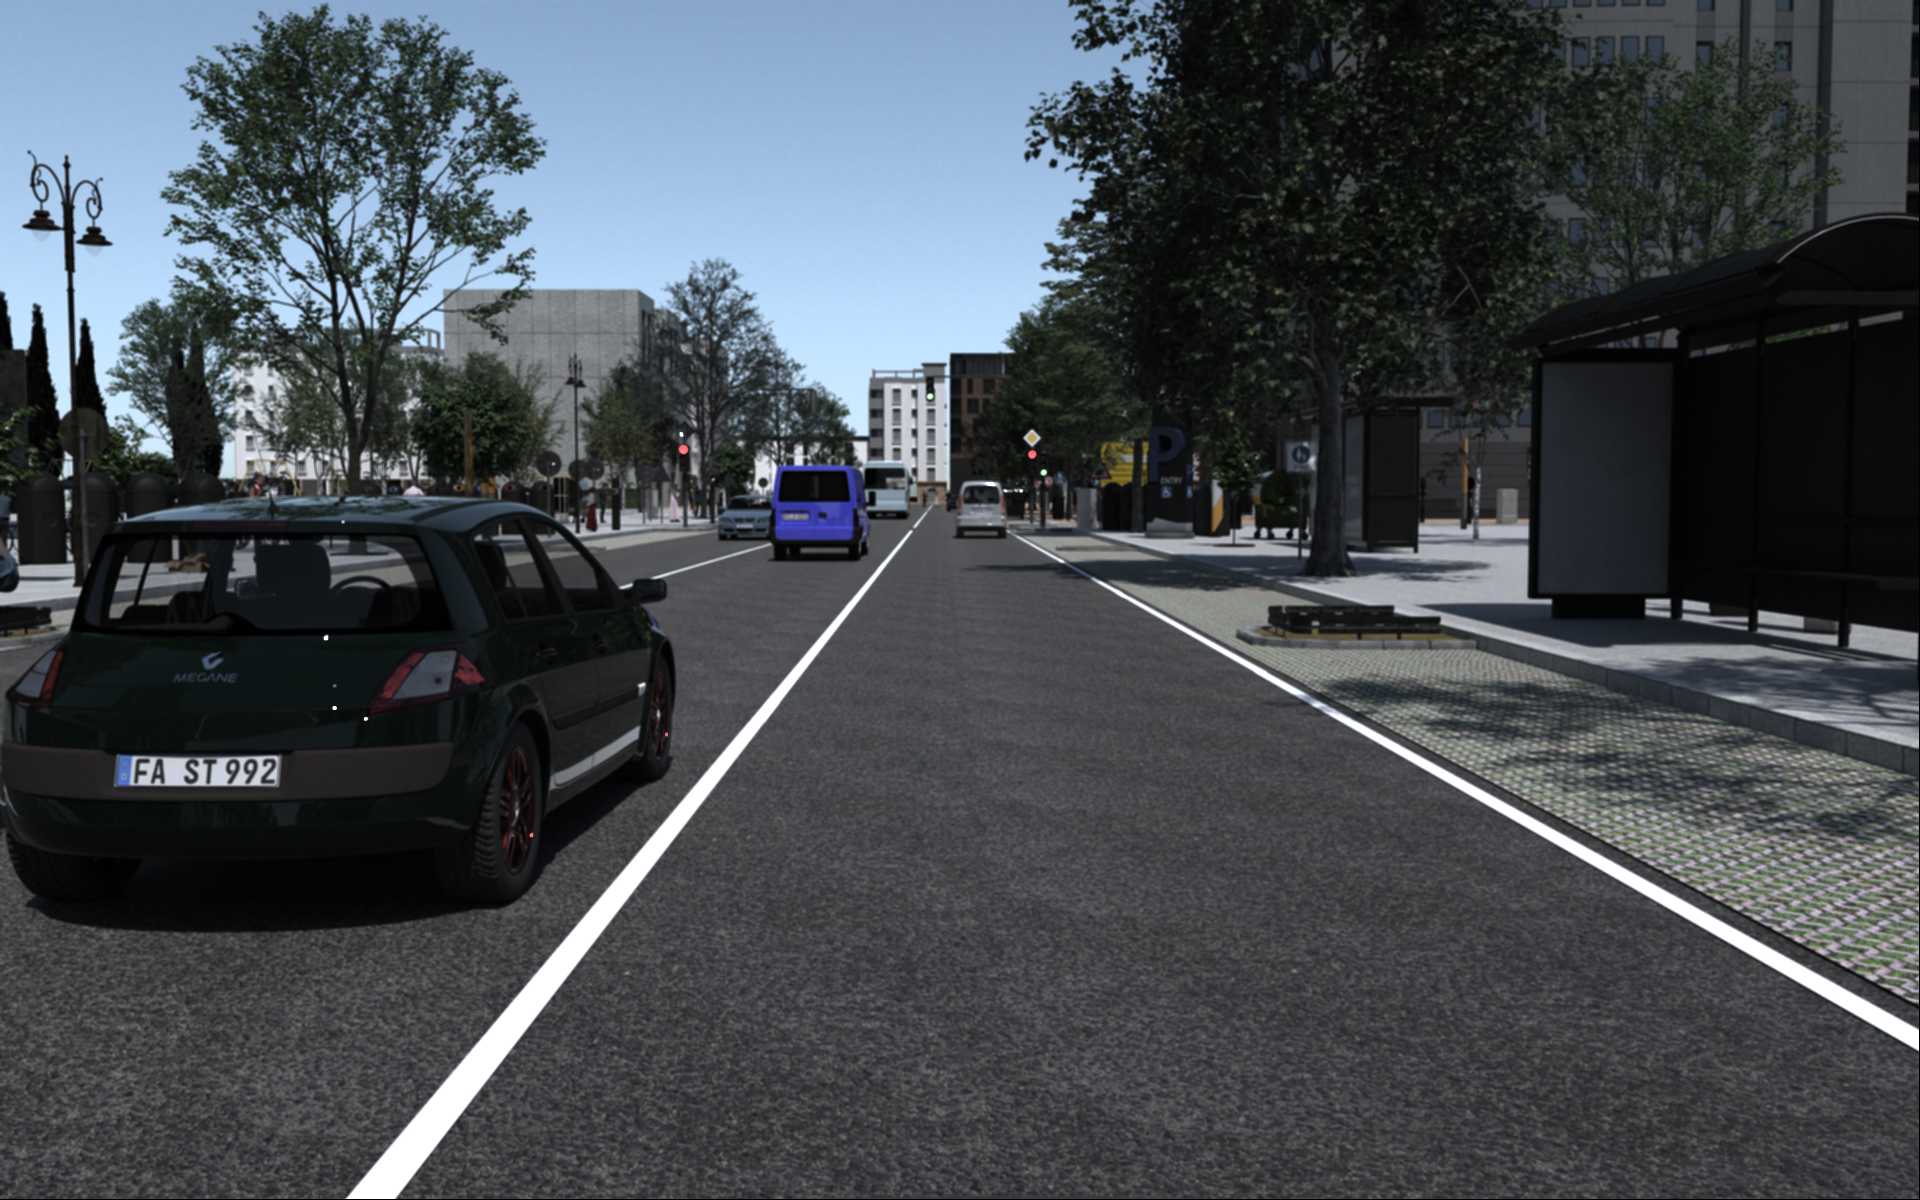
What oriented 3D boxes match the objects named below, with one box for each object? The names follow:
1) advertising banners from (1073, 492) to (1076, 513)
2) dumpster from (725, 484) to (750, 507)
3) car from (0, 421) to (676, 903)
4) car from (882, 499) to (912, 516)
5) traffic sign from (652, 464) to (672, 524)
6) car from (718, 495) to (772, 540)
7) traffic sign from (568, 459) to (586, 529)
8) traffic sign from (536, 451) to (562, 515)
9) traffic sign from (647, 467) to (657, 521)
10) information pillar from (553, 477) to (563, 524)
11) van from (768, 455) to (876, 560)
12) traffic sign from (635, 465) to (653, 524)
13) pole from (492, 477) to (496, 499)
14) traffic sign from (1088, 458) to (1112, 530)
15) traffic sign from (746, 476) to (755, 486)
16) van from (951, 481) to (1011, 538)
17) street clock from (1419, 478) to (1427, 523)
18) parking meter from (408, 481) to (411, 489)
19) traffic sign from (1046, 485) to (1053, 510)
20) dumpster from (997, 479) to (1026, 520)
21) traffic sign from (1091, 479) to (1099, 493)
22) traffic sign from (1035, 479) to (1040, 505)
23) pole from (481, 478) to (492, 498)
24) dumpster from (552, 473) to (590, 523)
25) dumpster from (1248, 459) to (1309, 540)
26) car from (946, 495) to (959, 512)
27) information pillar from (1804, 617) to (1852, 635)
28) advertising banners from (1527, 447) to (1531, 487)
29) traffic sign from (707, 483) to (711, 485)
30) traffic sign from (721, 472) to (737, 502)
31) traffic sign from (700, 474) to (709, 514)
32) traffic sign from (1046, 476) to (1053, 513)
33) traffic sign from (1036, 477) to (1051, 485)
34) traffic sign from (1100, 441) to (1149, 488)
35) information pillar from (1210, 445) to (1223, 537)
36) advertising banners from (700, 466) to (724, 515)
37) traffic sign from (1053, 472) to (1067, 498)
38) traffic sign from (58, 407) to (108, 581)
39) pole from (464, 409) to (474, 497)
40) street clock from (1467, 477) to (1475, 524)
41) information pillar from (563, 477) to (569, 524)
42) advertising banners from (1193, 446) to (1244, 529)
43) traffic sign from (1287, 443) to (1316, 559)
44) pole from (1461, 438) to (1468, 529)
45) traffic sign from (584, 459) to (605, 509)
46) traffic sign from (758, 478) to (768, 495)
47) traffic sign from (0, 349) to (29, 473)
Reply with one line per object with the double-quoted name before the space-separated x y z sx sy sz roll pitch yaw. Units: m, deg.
"advertising banners" 7.666 -7.305 115.618 0.090 3.025 2.074 -1 4 -20
"dumpster" -14.220 -6.596 110.332 1.502 2.255 1.985 0 4 0
"car" -2.366 0.141 7.479 2.009 1.686 4.222 0 4 1
"car" -4.275 -6.513 115.531 2.155 1.783 4.494 0 3 0
"traffic sign" -12.986 -4.609 75.368 0.884 2.594 0.081 0 4 8
"car" -6.632 -2.644 55.239 2.014 1.417 4.499 0 4 -1
"traffic sign" -14.050 -3.894 63.767 0.768 2.556 0.104 0 4 4
"traffic sign" -12.113 -3.113 51.009 0.768 2.556 0.104 0 4 2
"traffic sign" -14.549 -4.967 81.316 0.768 2.556 0.104 0 4 0
"information pillar" -17.271 -4.262 74.174 0.304 2.012 0.304 -1 4 -11
"van" -3.089 -2.121 39.062 2.240 2.365 5.245 0 4 0
"traffic sign" -13.636 -4.561 74.672 0.768 2.556 0.104 0 4 0
"pole" -14.133 -3.575 52.291 0.158 3.312 0.155 0 3 0
"traffic sign" 5.028 -3.804 62.193 0.884 2.594 0.081 0 4 7
"traffic sign" -13.753 -6.915 112.797 0.795 2.593 0.064 0 4 1
"van" 0.701 -3.081 57.385 2.013 2.044 4.112 0 4 0
"street clock" 20.768 -4.476 77.749 0.358 2.002 0.471 1 4 13
"parking meter" -23.989 -4.281 75.702 0.255 1.863 0.399 -1 4 -16
"traffic sign" 7.274 -8.627 141.164 0.768 2.556 0.104 0 3 0
"dumpster" 2.686 -5.595 96.429 1.985 2.255 1.502 0 4 -2
"traffic sign" 9.213 -7.121 116.542 0.768 2.556 0.104 0 4 0
"traffic sign" 6.423 -8.966 146.603 0.884 2.594 0.081 0 4 1
"pole" -13.384 -3.358 48.753 0.158 3.312 0.155 0 3 0
"dumpster" -17.179 -4.509 76.217 1.502 2.255 1.985 0 4 -1
"dumpster" 9.031 -2.832 48.797 1.502 2.255 1.985 0 4 -1
"car" -0.198 -7.929 142.212 1.945 1.354 3.894 0 4 -1
"information pillar" 7.985 -0.697 15.881 0.304 2.012 0.304 -2 4 -35
"advertising banners" 21.436 -4.132 63.744 0.090 3.025 2.074 -1 4 -16
"traffic sign" -14.847 -6.387 104.423 0.884 2.594 0.081 0 4 5
"traffic sign" -13.168 -6.039 98.734 0.884 2.594 0.081 0 4 7
"traffic sign" -15.767 -6.577 107.644 0.768 2.556 0.104 0 4 2
"traffic sign" 6.107 -7.314 119.693 0.768 2.556 0.104 0 4 0
"traffic sign" 4.801 -6.083 99.455 0.884 2.594 0.081 0 4 3
"traffic sign" 6.530 -4.471 66.981 2.265 3.308 0.079 0 4 2
"information pillar" 7.638 -3.671 51.379 0.183 3.616 0.504 3 5 39
"advertising banners" -15.320 -6.767 106.835 2.074 3.025 0.090 3 4 38
"traffic sign" 5.681 -5.997 98.155 0.768 2.556 0.104 0 4 7
"traffic sign" -12.884 -1.550 25.456 0.768 2.556 0.104 0 4 5
"pole" -11.787 -2.920 41.581 0.158 3.312 0.155 0 3 0
"street clock" 21.854 -4.266 74.325 0.471 2.002 0.358 0 4 6
"information pillar" -17.133 -4.303 74.840 0.304 2.012 0.304 1 4 17
"advertising banners" 9.343 -4.104 63.294 2.074 3.025 0.090 1 4 19
"traffic sign" 6.684 -1.949 33.997 0.606 2.300 0.079 0 4 2
"pole" 18.338 -4.227 62.951 0.158 3.312 0.155 0 3 0
"traffic sign" -13.382 -3.868 63.355 0.768 2.556 0.104 0 4 3
"traffic sign" -15.247 -8.199 134.166 0.768 2.556 0.104 0 4 8
"traffic sign" -14.248 -1.874 24.520 2.265 3.308 0.079 0 4 7
